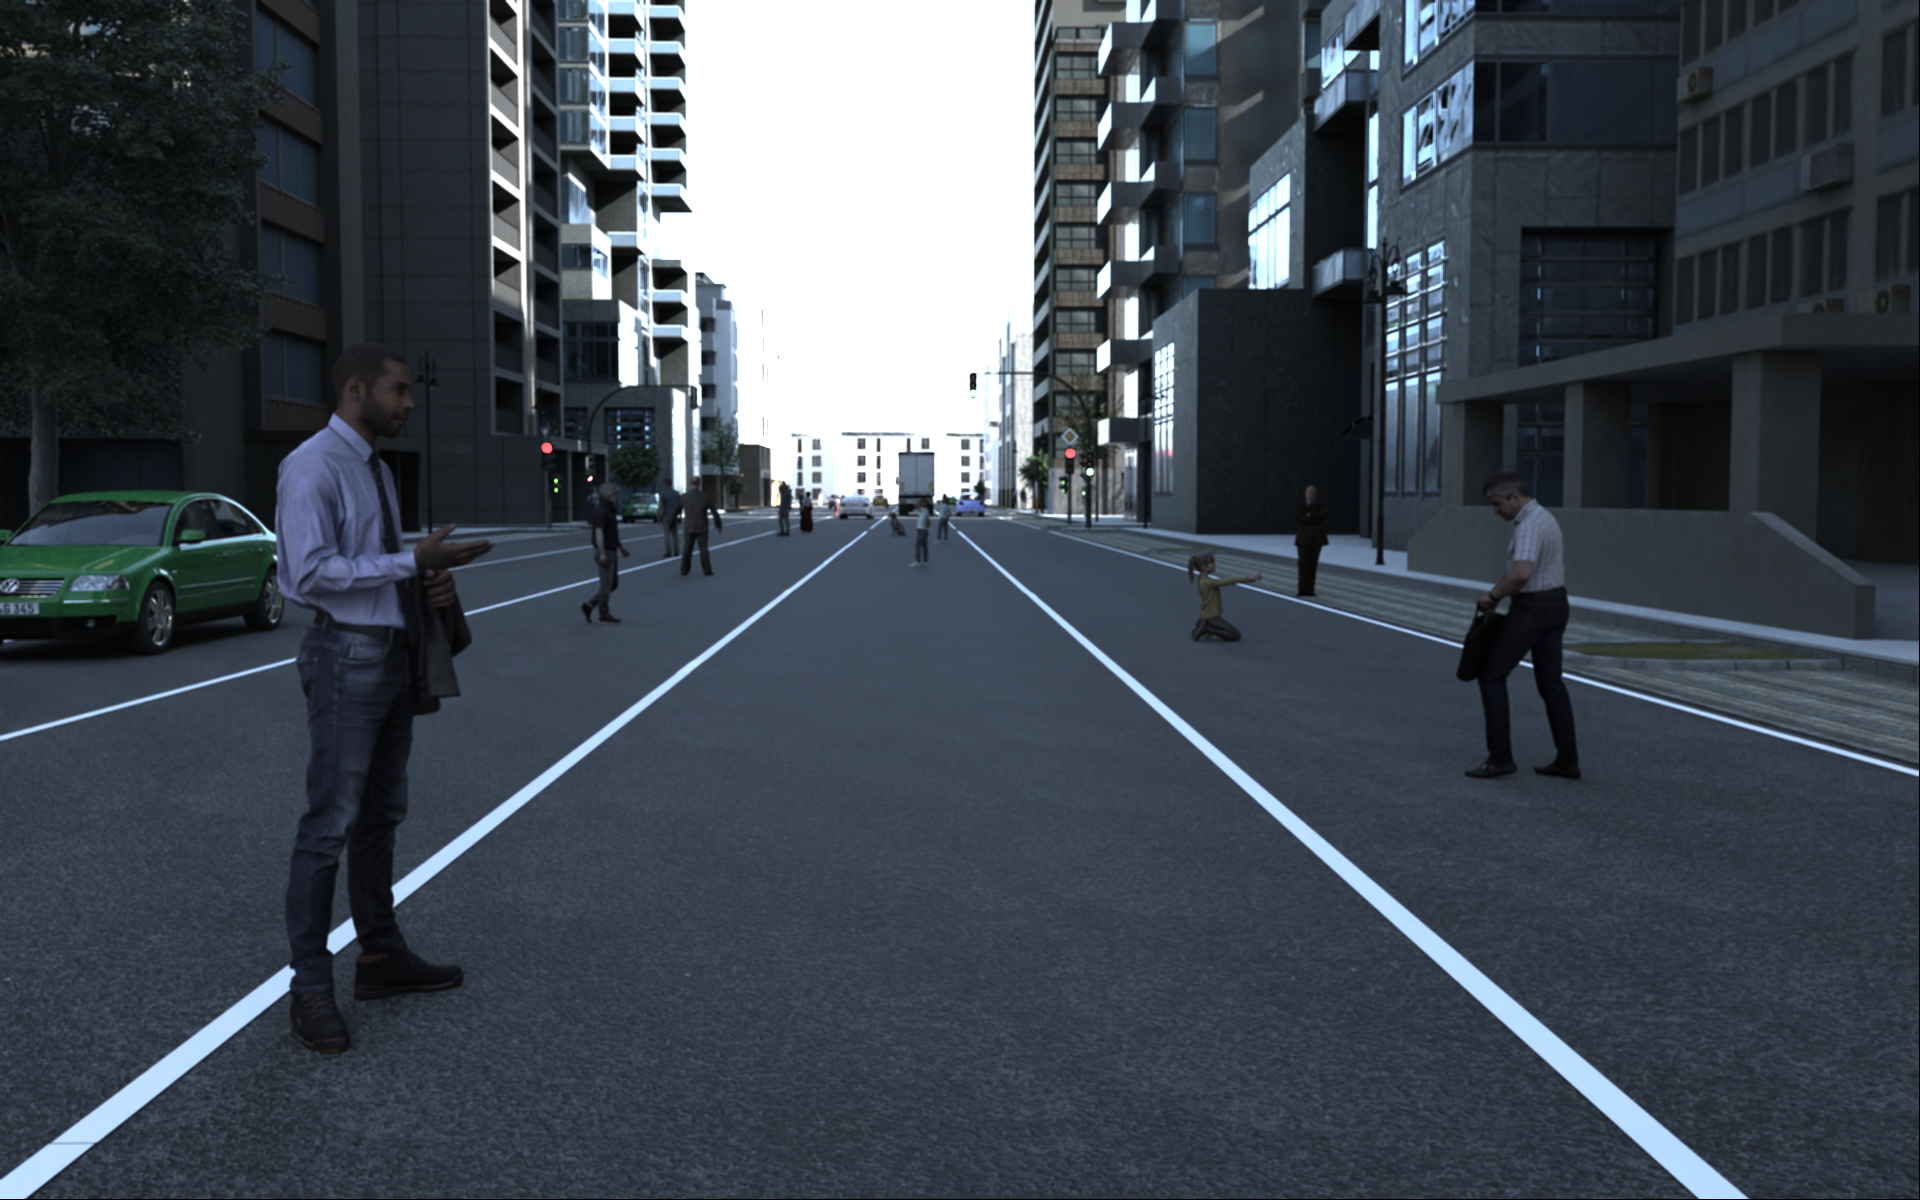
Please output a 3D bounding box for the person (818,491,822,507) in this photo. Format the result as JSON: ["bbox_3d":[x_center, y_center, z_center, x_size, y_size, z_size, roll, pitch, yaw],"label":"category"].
[{"bbox_3d":[-15.979,-11.552,198.039,0.551,1.740,0.621,1,4,17],"label":"person"}]

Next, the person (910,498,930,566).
[{"bbox_3d":[-0.790,-1.345,34.393,0.340,1.345,0.435,1,4,11],"label":"person"}]

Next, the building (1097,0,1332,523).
[{"bbox_3d":[21.774,-28.246,81.428,30.456,49.044,23.786,0,4,-1],"label":"building"}]

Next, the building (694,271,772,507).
[{"bbox_3d":[-34.384,-20.257,175.178,27.936,21.610,32.646,0,4,-1],"label":"building"}]

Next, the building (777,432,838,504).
[{"bbox_3d":[-30.720,-17.956,235.723,28.070,9.664,9.099,0,4,-1],"label":"building"}]

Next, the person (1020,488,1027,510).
[{"bbox_3d":[5.198,-8.250,141.063,0.434,1.807,0.598,-3,5,-42],"label":"person"}]

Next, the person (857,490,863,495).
[{"bbox_3d":[-10.180,-10.265,176.344,1.348,1.823,0.705,0,4,3],"label":"person"}]

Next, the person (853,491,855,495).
[{"bbox_3d":[-13.149,-12.568,214.124,0.705,1.807,1.348,1,4,19],"label":"person"}]

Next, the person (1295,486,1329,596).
[{"bbox_3d":[4.907,-0.818,24.152,0.482,1.546,0.388,0,4,1],"label":"person"}]

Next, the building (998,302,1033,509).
[{"bbox_3d":[12.829,-18.475,168.530,16.747,18.905,31.486,0,4,-1],"label":"building"}]

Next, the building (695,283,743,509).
[{"bbox_3d":[-27.575,-18.135,152.928,16.016,20.091,11.380,0,4,-1],"label":"building"}]

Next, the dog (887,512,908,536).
[{"bbox_3d":[-2.032,-2.599,59.326,0.800,0.831,0.513,1,4,16],"label":"dog"}]

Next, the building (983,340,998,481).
[{"bbox_3d":[10.987,-22.126,218.184,16.016,20.091,11.380,0,4,-1],"label":"building"}]

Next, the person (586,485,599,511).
[{"bbox_3d":[-11.742,-2.890,56.471,0.841,1.734,0.376,2,4,28],"label":"person"}]

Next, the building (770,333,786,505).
[{"bbox_3d":[-28.669,-20.884,197.873,16.016,20.091,11.380,0,4,-1],"label":"building"}]

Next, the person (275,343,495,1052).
[{"bbox_3d":[-1.517,0.223,4.720,0.599,1.838,0.709,0,4,4],"label":"person"}]

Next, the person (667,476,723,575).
[{"bbox_3d":[-4.686,-1.321,30.653,0.990,1.755,0.434,0,4,4],"label":"person"}]

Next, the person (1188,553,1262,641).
[{"bbox_3d":[2.576,-0.030,16.909,0.695,0.859,0.347,0,4,2],"label":"person"}]

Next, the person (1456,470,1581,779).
[{"bbox_3d":[2.819,0.122,8.710,0.590,1.554,0.614,2,4,25],"label":"person"}]

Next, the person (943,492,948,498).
[{"bbox_3d":[-1.538,-10.385,179.769,0.593,1.643,0.415,-3,5,-40],"label":"person"}]

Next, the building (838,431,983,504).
[{"bbox_3d":[-2.005,-17.983,236.172,28.070,9.664,9.099,0,4,-1],"label":"building"}]

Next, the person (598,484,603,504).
[{"bbox_3d":[-10.204,-2.480,49.778,0.376,1.734,0.841,1,4,9],"label":"person"}]

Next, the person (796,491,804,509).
[{"bbox_3d":[-15.436,-9.644,166.989,0.742,1.727,0.445,0,4,3],"label":"person"}]

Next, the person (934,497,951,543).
[{"bbox_3d":[-0.518,-2.340,50.661,0.340,1.345,0.435,3,5,44],"label":"person"}]

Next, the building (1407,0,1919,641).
[{"bbox_3d":[23.784,-20.150,21.328,32.217,40.220,23.993,0,4,-1],"label":"building"}]

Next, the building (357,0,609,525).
[{"bbox_3d":[-27.679,-39.246,79.921,20.563,71.187,20.611,0,4,-1],"label":"building"}]

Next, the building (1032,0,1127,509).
[{"bbox_3d":[17.126,-31.379,136.741,21.300,48.544,21.600,0,4,-1],"label":"building"}]

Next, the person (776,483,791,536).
[{"bbox_3d":[-6.064,-3.114,59.540,0.434,1.807,0.598,-2,4,-28],"label":"person"}]

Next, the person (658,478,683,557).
[{"bbox_3d":[-6.657,-1.903,39.747,0.598,1.807,0.434,-1,4,-23],"label":"person"}]

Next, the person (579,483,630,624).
[{"bbox_3d":[-3.943,-0.516,19.146,0.471,1.553,0.569,2,4,28],"label":"person"}]

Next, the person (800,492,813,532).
[{"bbox_3d":[-5.755,-3.307,65.030,0.523,1.526,0.387,-3,5,-43],"label":"person"}]

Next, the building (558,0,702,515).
[{"bbox_3d":[-28.967,-49.208,117.221,22.319,86.520,31.000,0,4,-1],"label":"building"}]

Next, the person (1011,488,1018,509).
[{"bbox_3d":[4.782,-8.949,152.228,0.709,1.838,0.599,-3,4,-36],"label":"person"}]

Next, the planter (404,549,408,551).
[{"bbox_3d":[-14.341,-1.240,41.409,1.991,0.319,1.994,0,4,-1],"label":"planter"}]

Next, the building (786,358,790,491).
[{"bbox_3d":[-27.051,-21.931,214.984,11.380,20.091,16.016,0,4,-1],"label":"building"}]

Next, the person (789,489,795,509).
[{"bbox_3d":[-15.936,-9.465,162.881,0.705,1.869,1.348,-2,4,-30],"label":"person"}]

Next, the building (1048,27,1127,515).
[{"bbox_3d":[12.558,-20.774,111.361,14.160,30.474,14.107,0,4,-1],"label":"building"}]

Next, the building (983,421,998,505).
[{"bbox_3d":[7.997,-15.691,198.689,9.099,9.664,28.070,0,4,-1],"label":"building"}]

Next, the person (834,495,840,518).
[{"bbox_3d":[-7.471,-5.659,104.938,0.435,1.345,0.340,1,4,21],"label":"person"}]
